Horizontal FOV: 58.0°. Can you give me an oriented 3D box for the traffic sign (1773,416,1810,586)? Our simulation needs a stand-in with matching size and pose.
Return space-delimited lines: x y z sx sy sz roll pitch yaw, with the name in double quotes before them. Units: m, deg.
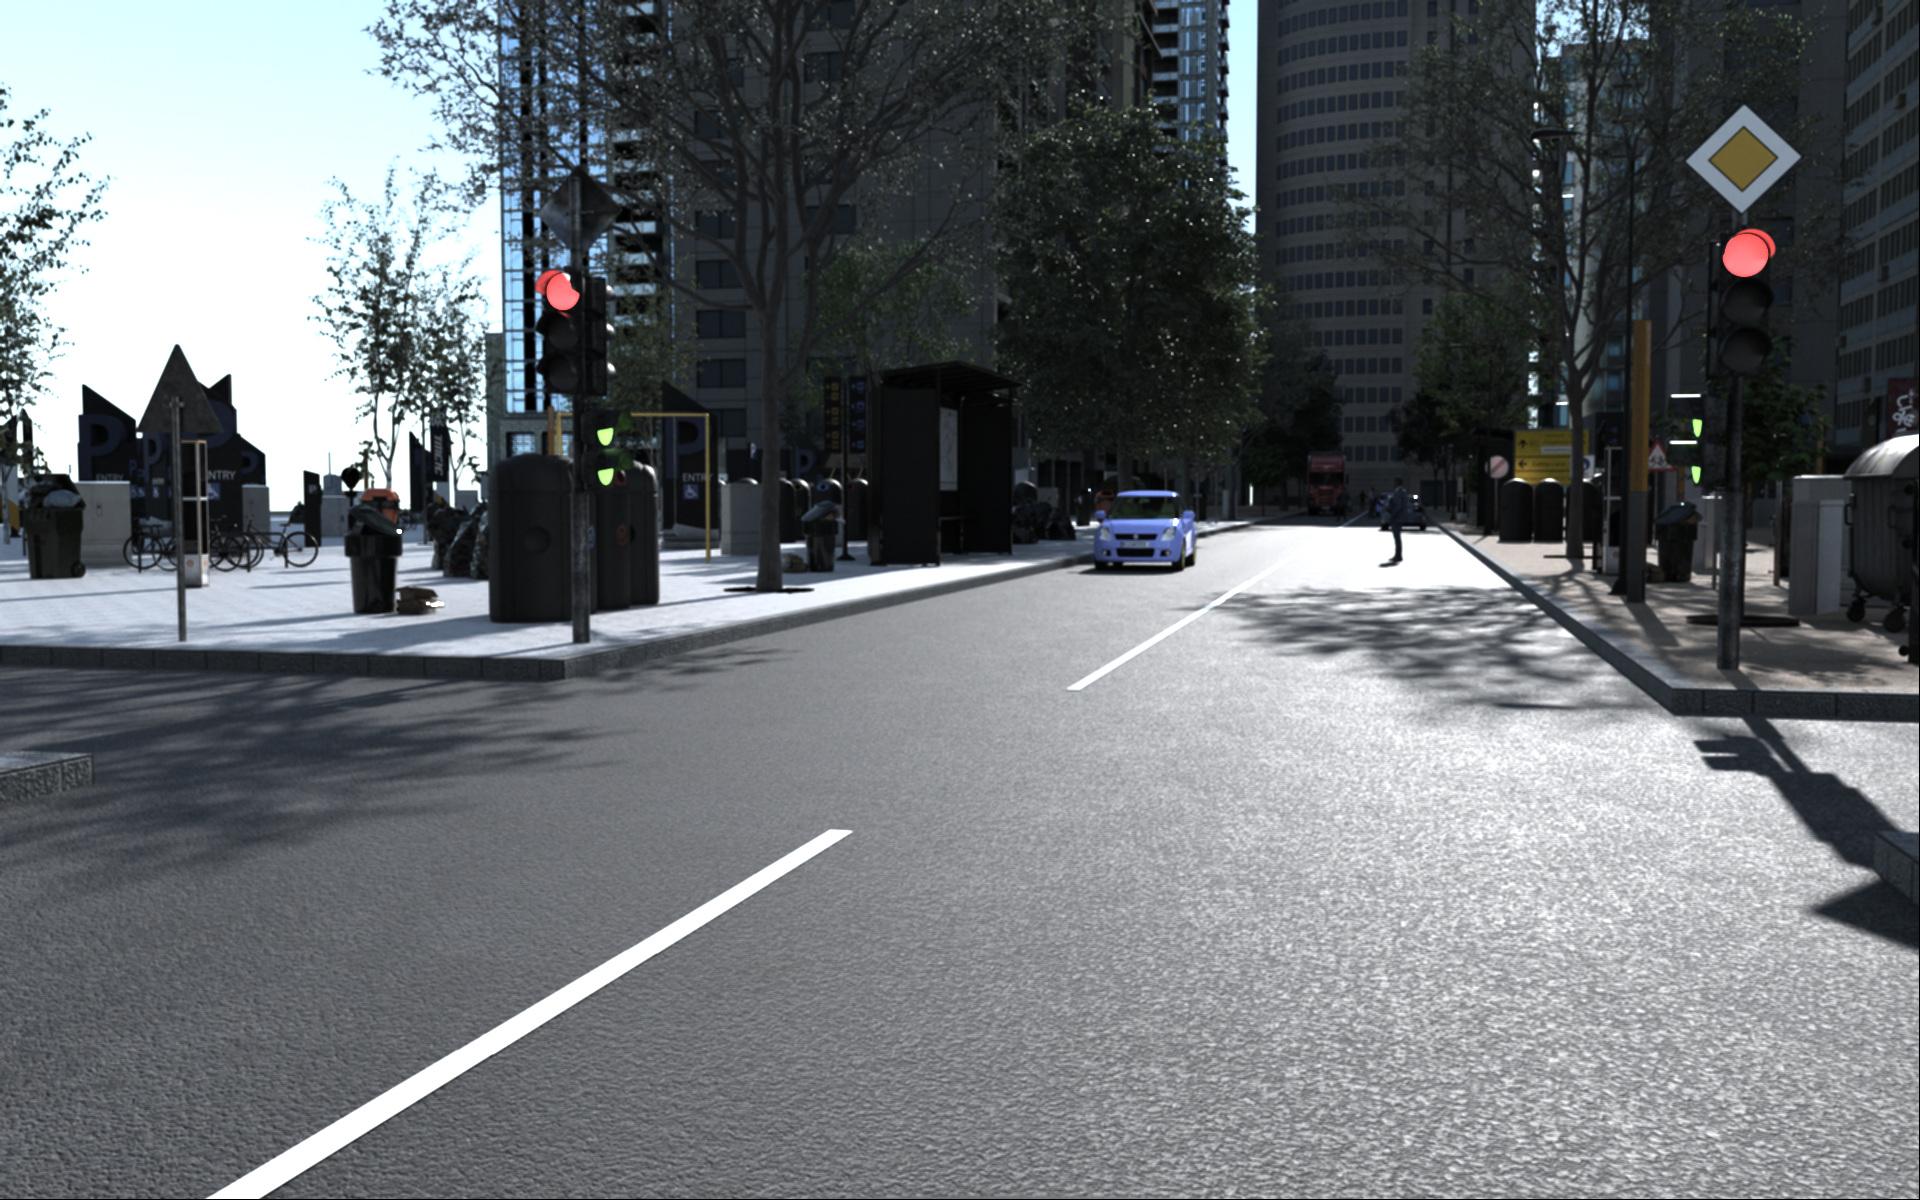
"traffic sign" 11.452 -1.474 24.213 0.768 2.556 0.104 1 4 23

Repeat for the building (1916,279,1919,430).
"building" 31.451 -23.744 38.318 14.600 45.320 14.200 1 4 14

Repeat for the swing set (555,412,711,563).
"swing set" -6.415 -2.191 33.442 3.119 2.851 2.862 0 4 -8

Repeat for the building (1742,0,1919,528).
"building" 46.946 -22.666 62.474 32.217 40.220 23.993 1 4 14

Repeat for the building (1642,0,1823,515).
"building" 50.572 -34.048 98.688 21.231 58.520 28.212 1 4 14

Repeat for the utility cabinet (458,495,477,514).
"utility cabinet" -23.527 -4.358 82.422 1.020 1.237 0.306 -1 4 -9

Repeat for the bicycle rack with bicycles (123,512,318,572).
"bicycle rack with bicycles" -12.741 -0.977 29.360 2.925 0.926 2.852 0 4 -1

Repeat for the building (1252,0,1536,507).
"building" 46.461 -39.482 187.524 28.212 58.520 21.231 1 4 14

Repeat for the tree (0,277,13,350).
"tree" -22.716 -5.318 37.313 4.737 8.622 4.395 0 3 0

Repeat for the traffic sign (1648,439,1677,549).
"traffic sign" 16.352 -2.488 40.676 0.884 2.594 0.081 1 4 16

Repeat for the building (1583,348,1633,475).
"building" 59.467 -49.749 126.072 22.319 86.520 31.000 1 4 14

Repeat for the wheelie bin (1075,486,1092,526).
"wheelie bin" 4.973 -3.781 69.721 0.693 1.594 0.980 0 4 2

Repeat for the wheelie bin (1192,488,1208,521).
"wheelie bin" 11.616 -4.648 83.906 0.693 1.594 0.980 0 4 -2

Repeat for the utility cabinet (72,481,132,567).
"utility cabinet" -15.042 -1.308 30.068 1.173 1.500 0.318 -2 4 -25

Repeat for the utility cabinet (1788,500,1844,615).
"utility cabinet" 9.254 -0.464 18.742 0.306 1.237 1.020 3 5 40

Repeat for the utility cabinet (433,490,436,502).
"utility cabinet" -25.388 -4.593 83.782 1.173 1.500 0.318 -3 5 -44

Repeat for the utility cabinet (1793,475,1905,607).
"utility cabinet" 10.181 -0.683 19.840 0.318 1.500 1.173 -3 5 -42

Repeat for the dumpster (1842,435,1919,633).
"dumpster" 9.296 -0.657 16.495 1.264 1.857 1.865 1 4 14

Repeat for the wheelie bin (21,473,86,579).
"wheelie bin" -13.784 -1.128 26.359 0.980 1.594 0.693 1 4 17

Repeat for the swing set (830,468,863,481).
"swing set" -4.893 -4.967 78.829 2.862 2.851 3.119 1 4 23

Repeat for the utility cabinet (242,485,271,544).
"utility cabinet" -18.165 -2.163 44.045 0.318 1.500 1.173 3 5 40

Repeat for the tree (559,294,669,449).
"tree" -12.571 -6.899 63.155 4.737 8.622 4.395 0 3 0

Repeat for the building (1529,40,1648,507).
"building" 75.171 -34.379 181.710 30.456 49.044 23.786 1 4 14

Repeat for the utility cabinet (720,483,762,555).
"utility cabinet" -4.474 -1.679 36.124 0.318 1.500 1.173 3 4 38

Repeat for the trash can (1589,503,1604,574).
"trash can" 10.473 -0.987 27.786 0.748 1.137 0.748 0 3 0

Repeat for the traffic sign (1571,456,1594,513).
"traffic sign" 16.256 -2.639 45.277 0.606 2.300 0.079 1 4 16

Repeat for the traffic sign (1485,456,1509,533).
"traffic sign" 17.785 -3.506 57.423 0.768 2.556 0.104 1 4 22

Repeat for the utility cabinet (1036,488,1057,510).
"utility cabinet" 2.681 -3.081 59.057 1.173 1.500 0.318 -1 4 -12

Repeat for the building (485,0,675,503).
"building" -26.017 -51.288 151.226 31.000 86.520 22.319 1 4 14

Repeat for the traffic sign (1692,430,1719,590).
"traffic sign" 10.137 -1.348 23.218 0.795 2.450 0.064 1 4 20

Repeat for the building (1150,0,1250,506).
"building" 17.002 -53.920 194.261 31.000 86.520 22.319 1 4 14

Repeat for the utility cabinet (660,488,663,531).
"utility cabinet" -9.930 -3.086 59.134 0.318 1.500 1.173 0 4 8

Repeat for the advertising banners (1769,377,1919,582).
"advertising banners" 13.462 -1.842 26.298 2.074 3.025 0.090 1 4 20

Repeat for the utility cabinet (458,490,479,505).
"utility cabinet" -25.438 -4.932 89.309 1.173 1.500 0.318 -1 4 -15

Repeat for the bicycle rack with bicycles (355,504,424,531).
"bicycle rack with bicycles" -20.228 -2.958 61.737 2.925 0.926 2.852 3 5 44

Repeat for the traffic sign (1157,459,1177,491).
"traffic sign" 7.582 -3.890 63.708 0.768 2.556 0.104 2 4 24

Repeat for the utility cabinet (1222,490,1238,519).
"utility cabinet" 13.604 -4.809 87.309 0.318 1.500 1.173 2 4 33

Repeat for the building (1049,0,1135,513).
"building" 4.012 -26.683 119.864 14.154 41.232 14.086 1 4 14

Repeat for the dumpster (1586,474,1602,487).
"dumpster" 18.427 -2.680 49.571 1.264 1.857 1.865 1 4 14

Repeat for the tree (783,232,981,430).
"tree" -3.101 -8.659 67.329 9.928 11.665 9.643 0 3 0

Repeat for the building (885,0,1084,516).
"building" -3.442 -40.576 101.671 20.563 71.187 20.611 1 4 14

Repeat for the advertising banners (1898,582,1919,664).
"advertising banners" 7.293 -0.978 12.170 0.090 3.025 2.074 0 4 -3

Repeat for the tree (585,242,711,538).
"tree" -8.996 -6.096 50.032 4.360 8.622 3.978 0 3 0

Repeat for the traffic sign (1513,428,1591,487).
"traffic sign" 18.474 -3.685 54.123 2.265 3.308 0.079 1 4 21

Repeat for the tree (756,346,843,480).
"tree" -8.120 -8.349 86.875 4.360 8.622 3.978 0 3 0

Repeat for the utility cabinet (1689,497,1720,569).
"utility cabinet" 12.815 -1.147 29.912 0.306 1.237 1.020 2 4 33

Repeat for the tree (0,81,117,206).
"tree" -13.896 -4.447 23.069 4.360 8.622 3.978 0 3 0

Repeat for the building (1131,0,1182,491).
"building" 3.313 -30.078 146.406 28.867 44.769 22.147 1 4 14

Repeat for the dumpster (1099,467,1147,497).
"dumpster" 5.793 -3.610 61.512 1.502 2.255 1.985 1 4 14

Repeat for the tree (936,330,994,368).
"tree" -0.279 -7.777 77.522 4.737 8.622 4.395 0 3 0

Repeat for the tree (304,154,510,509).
"tree" -12.638 -5.398 38.615 4.360 8.622 3.978 0 3 0

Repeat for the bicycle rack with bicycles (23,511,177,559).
"bicycle rack with bicycles" -18.332 -1.439 36.906 2.852 0.926 2.925 0 4 7

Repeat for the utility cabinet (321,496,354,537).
"utility cabinet" -18.600 -2.472 51.584 1.020 1.237 0.306 -1 4 -21
